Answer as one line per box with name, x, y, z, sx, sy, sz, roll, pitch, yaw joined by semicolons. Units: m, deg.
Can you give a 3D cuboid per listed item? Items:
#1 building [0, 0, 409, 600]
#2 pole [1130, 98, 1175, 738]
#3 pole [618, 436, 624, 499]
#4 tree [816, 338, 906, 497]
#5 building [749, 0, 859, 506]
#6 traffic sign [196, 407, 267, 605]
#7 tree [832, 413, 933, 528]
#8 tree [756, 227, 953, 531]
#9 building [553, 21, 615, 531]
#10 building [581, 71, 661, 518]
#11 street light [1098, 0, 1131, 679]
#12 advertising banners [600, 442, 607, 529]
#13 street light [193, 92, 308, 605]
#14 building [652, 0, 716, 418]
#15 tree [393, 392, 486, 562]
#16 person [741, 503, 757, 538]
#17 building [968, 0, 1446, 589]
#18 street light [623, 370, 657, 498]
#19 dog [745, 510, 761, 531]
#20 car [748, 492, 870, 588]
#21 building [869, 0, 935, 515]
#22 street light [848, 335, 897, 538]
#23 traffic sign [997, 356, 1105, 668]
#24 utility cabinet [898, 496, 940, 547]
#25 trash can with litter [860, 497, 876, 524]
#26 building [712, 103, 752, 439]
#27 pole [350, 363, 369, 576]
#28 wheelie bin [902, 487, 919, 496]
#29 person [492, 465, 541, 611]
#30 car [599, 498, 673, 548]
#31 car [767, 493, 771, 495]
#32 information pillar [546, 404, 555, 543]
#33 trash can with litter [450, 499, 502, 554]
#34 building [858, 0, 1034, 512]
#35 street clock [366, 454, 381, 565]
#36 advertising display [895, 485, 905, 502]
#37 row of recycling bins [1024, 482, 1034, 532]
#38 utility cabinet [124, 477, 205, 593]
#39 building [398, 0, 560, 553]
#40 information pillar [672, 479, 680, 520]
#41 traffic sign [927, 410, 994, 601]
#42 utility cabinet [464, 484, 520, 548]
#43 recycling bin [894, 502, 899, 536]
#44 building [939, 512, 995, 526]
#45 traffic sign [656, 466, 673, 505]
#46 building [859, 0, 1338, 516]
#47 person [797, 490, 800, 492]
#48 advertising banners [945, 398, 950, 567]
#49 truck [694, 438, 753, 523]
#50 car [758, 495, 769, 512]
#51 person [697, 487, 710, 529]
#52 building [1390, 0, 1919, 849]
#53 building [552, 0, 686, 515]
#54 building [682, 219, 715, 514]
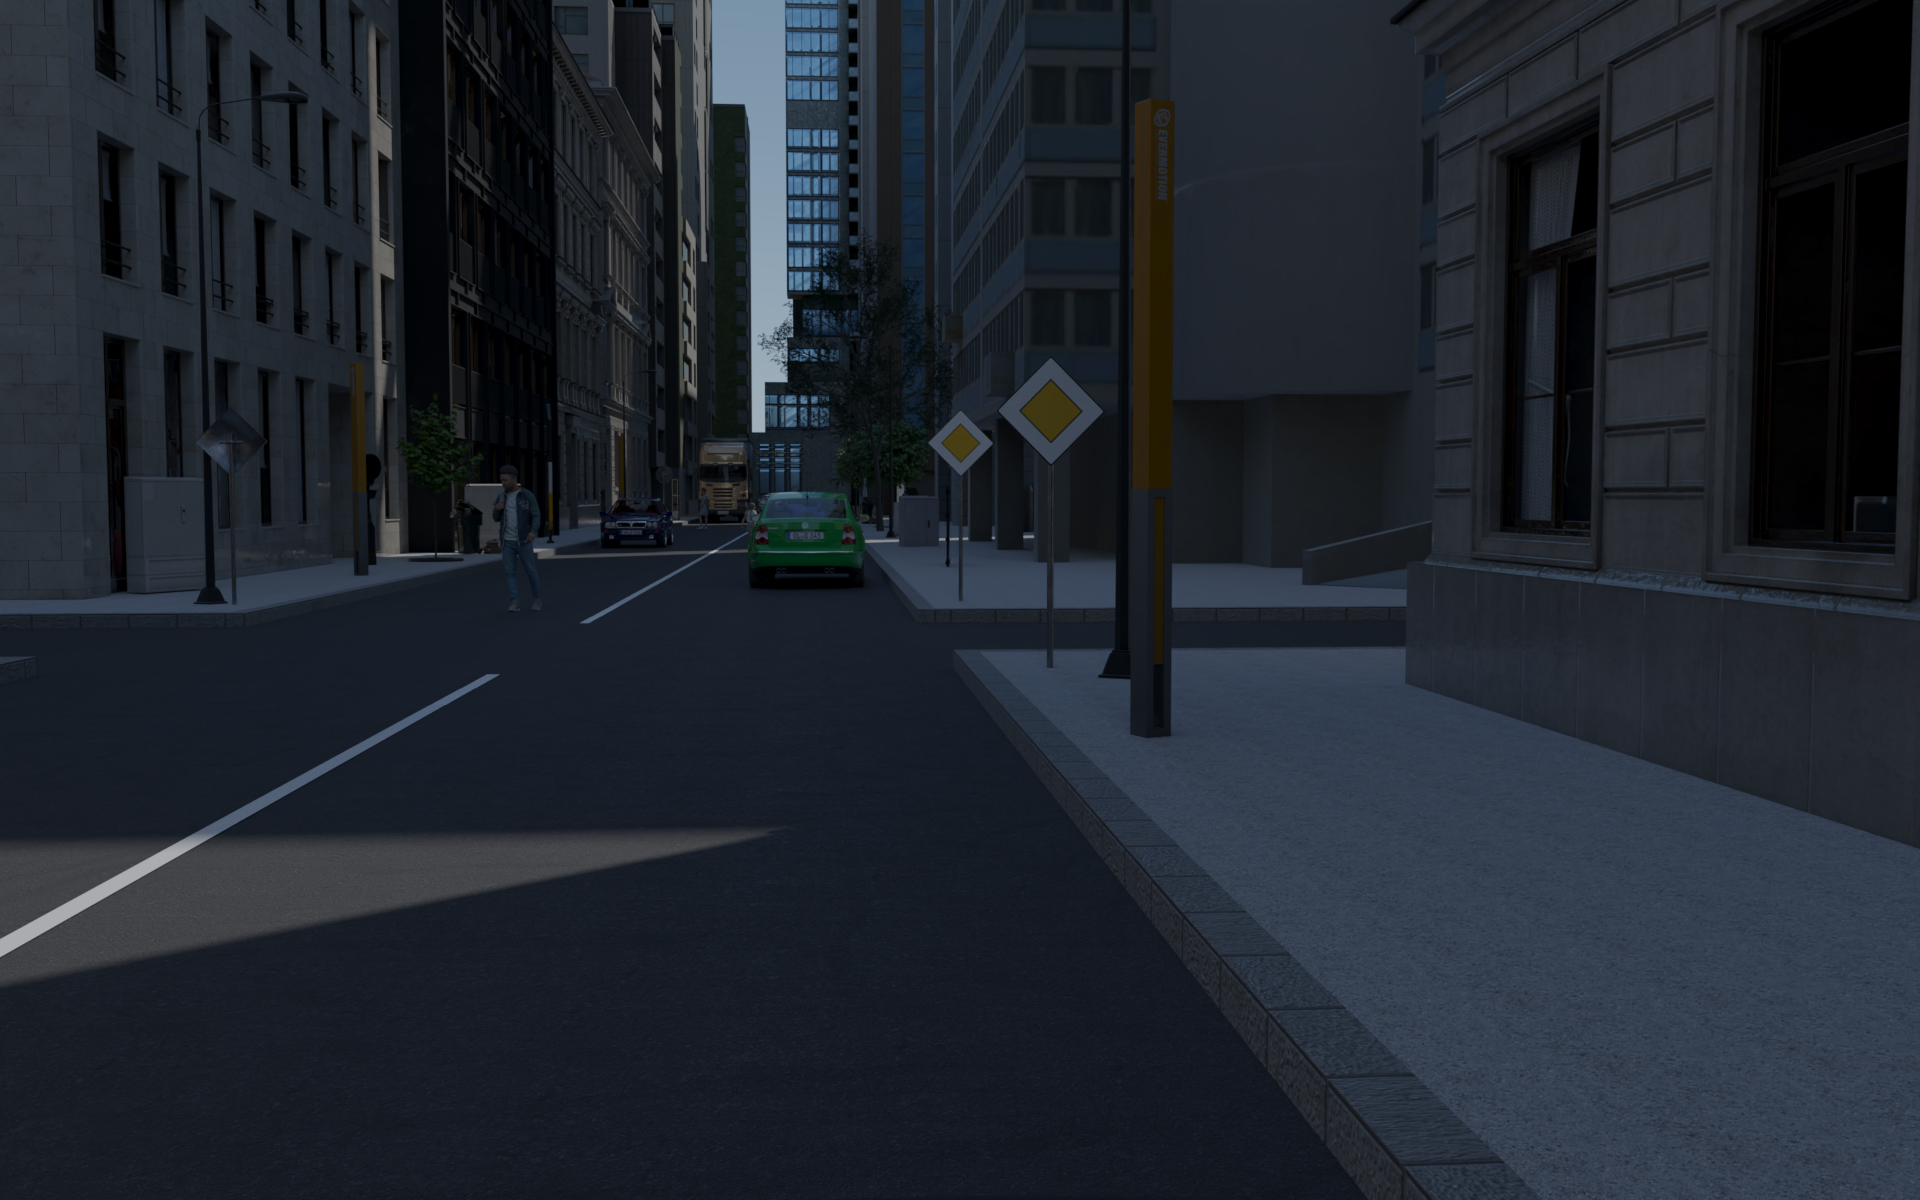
building;-16.499;-10.618;28.356;10.420;20.320;16.860;0;4;-5
pole;1.012;-0.933;9.105;0.158;3.312;0.155;0;3;0
pole;-11.868;-4.086;60.653;0.158;3.312;0.155;0;3;0
tree;-4.490;-7.928;79.987;4.360;8.622;3.978;0;3;0
building;-7.301;-53.647;189.800;31.000;86.520;22.319;0;4;-5
traffic sign;-8.412;-1.002;20.025;0.795;2.450;0.064;0;4;-5
tree;-2.558;-5.081;66.782;4.285;4.588;4.351;0;3;0
tree;-2.783;-7.683;60.034;8.767;10.594;7.601;0;4;-7
building;-18.764;-12.082;62.165;10.561;19.102;19.286;0;4;-5
building;-20.897;-15.044;82.132;11.583;22.565;21.152;0;4;-5
street light;0.602;-2.409;11.935;1.470;5.913;1.316;0;4;-5
advertising banners;-12.264;-3.877;59.575;0.090;3.025;2.074;-1;4;-16
street light;-8.224;-2.910;20.116;1.470;5.913;1.316;0;4;-5
building;-35.588;-34.487;153.098;27.495;52.752;28.713;0;4;-5
tree;-9.899;-2.354;33.084;1.663;3.219;1.824;0;3;0
person;-5.429;-1.905;44.654;0.505;1.210;0.382;1;4;17
building;12.142;-21.159;37.836;23.993;40.220;32.217;0;4;-5
street light;-12.024;-5.648;64.878;1.470;5.913;1.316;0;4;-5
dog;-8.160;-3.088;67.320;0.800;0.831;0.513;1;4;9
car;-2.429;-1.172;27.956;1.959;1.807;4.718;0;4;-3
building;1.365;-28.133;110.086;14.600;45.320;14.200;0;4;-5
street light;-2.572;-4.784;50.765;1.470;5.913;1.316;0;4;-5
traffic sign;0.662;-0.556;12.738;0.795;2.450;0.064;0;4;-5
utility cabinet;-0.997;-1.911;42.404;1.020;1.237;0.306;-2;4;-35
trash can with litter;-3.813;-3.834;74.073;0.624;1.170;1.055;-3;5;-39
building;-29.373;-30.639;184.548;14.086;41.232;14.154;0;4;-5
pole;-9.425;-2.038;27.164;0.158;3.312;0.155;0;3;0
wheelie bin;-2.376;-4.581;82.807;0.980;1.594;0.693;-3;5;-39
person;-5.435;-0.757;21.224;0.623;1.781;0.721;0;4;-3
car;-8.832;-2.134;47.467;1.945;1.354;3.894;0;4;-5
car;-15.846;-8.427;147.374;1.945;1.707;3.694;0;4;-4
information pillar;-10.670;-3.284;45.040;0.183;3.616;0.504;-1;4;-17
trash can with litter;-10.332;-1.574;37.128;1.055;1.170;0.624;-3;5;-40
building;1.322;-37.569;156.256;21.231;58.520;28.212;0;4;-5
street clock;-10.671;-1.629;31.210;0.358;2.002;0.471;2;4;30
advertising display;-3.247;-5.399;93.491;0.123;1.923;0.974;2;4;24
row of recycling bins;2.828;-3.195;59.350;1.069;1.692;3.534;3;4;38
utility cabinet;-10.334;-0.854;22.649;0.318;1.500;1.173;1;4;18
building;-17.867;-13.140;44.522;12.332;23.373;15.834;0;4;-5
information pillar;-13.857;-4.890;84.447;0.304;2.012;0.304;0;4;5
traffic sign;0.006;-1.043;20.696;0.795;2.450;0.064;0;4;-5
utility cabinet;-10.343;-1.814;38.331;1.173;1.500;0.318;0;4;7
recycling bin;-1.627;-2.467;52.887;0.722;1.027;0.722;0;4;6
building;9.273;-33.011;81.735;21.231;58.520;28.212;0;4;-5
traffic sign;-13.266;-4.747;77.715;0.768;2.556;0.104;0;4;-1
building;8.672;-26.794;129.967;32.217;40.220;23.993;0;4;-5
person;-10.754;-6.527;116.016;0.445;1.727;0.742;3;5;41
advertising banners;-0.212;-2.144;31.240;0.090;3.025;2.074;0;4;0
truck;-11.984;-6.122;89.011;2.839;4.237;11.283;0;4;-6
car;-15.280;-7.813;140.109;2.083;1.381;4.827;0;4;-5
person;-10.503;-3.763;71.033;0.522;1.701;0.512;0;4;4
building;8.452;-8.433;2.512;10.561;19.102;19.286;0;4;-5
building;-23.770;-20.145;101.068;14.160;30.474;14.107;0;4;-5
building;-32.126;-16.951;122.190;27.650;21.520;28.899;0;4;-5
